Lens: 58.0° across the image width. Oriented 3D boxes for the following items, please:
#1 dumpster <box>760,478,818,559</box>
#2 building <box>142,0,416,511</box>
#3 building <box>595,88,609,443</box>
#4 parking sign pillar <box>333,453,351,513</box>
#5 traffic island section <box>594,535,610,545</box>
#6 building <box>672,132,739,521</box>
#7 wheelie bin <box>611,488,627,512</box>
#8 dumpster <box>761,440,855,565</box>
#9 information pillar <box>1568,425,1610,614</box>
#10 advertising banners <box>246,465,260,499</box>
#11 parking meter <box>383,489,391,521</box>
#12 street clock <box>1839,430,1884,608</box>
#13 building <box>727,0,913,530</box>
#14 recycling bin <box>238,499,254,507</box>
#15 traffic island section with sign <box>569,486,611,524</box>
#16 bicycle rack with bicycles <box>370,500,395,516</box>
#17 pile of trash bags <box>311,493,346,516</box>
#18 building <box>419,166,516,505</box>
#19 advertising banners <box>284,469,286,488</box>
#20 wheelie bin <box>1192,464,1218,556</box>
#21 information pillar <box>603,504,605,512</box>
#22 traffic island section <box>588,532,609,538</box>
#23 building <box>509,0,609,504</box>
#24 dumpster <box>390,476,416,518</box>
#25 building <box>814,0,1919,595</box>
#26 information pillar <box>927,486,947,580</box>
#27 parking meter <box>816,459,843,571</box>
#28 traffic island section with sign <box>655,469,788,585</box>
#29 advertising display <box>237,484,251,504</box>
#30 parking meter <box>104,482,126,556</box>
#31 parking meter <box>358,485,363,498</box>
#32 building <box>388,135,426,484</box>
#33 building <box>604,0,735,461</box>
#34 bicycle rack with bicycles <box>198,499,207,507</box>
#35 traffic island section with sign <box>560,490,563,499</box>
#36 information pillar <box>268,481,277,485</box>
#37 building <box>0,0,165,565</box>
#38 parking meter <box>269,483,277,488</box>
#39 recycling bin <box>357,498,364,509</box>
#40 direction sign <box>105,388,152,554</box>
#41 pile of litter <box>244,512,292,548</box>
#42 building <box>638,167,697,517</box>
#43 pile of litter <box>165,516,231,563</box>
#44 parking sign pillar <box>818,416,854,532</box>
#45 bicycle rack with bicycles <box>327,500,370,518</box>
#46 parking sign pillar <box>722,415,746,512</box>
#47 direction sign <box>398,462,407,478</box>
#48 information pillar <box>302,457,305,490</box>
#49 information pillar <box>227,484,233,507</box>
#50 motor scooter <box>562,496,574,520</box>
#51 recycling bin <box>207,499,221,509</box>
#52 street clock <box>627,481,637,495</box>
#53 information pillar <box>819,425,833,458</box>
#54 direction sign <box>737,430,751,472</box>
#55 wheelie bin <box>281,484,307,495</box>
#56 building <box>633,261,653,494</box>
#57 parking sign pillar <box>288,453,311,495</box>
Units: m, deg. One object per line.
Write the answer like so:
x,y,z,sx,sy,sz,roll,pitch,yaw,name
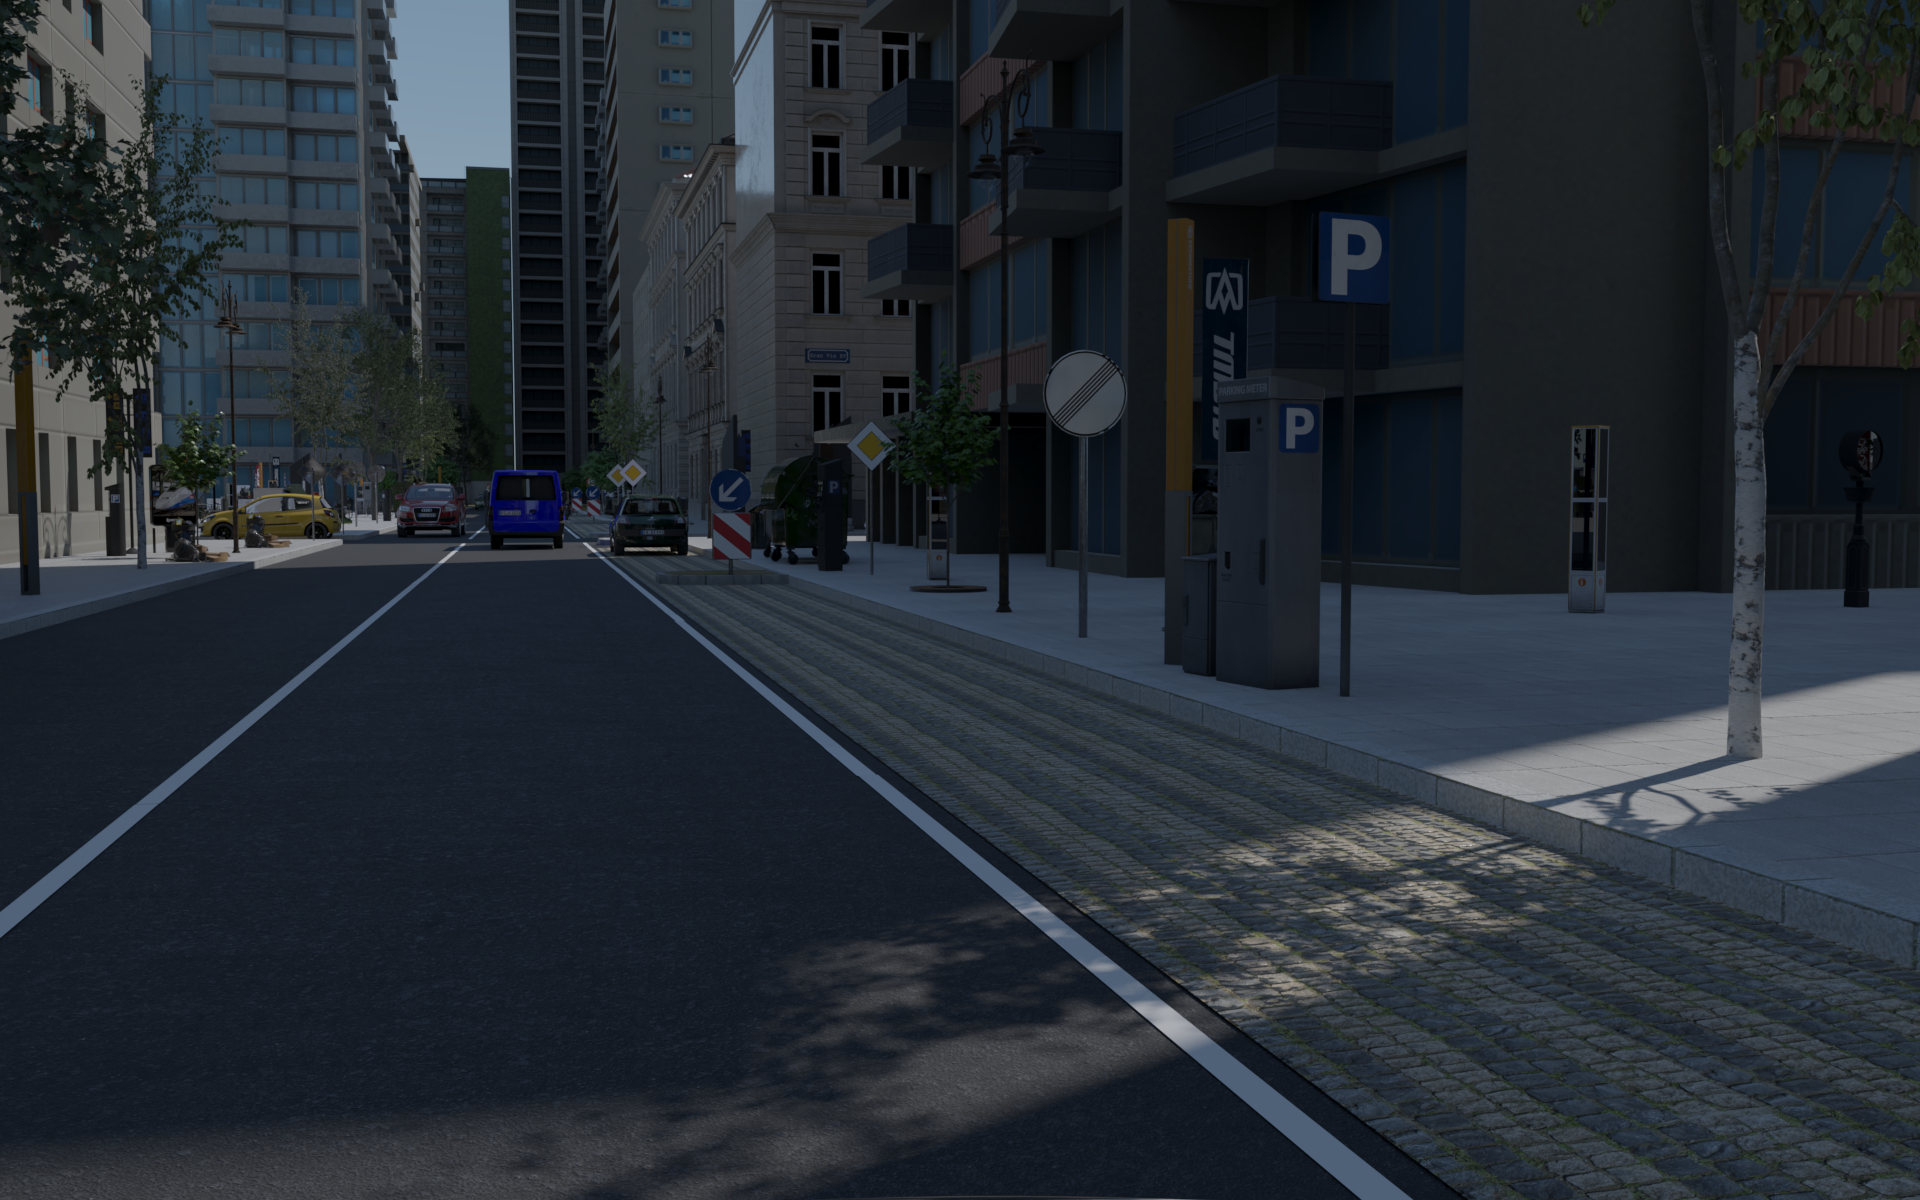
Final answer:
-3.217,-1.747,34.323,1.264,1.857,1.865,-1,4,-14,dumpster
-56.855,-31.729,138.378,23.786,49.044,30.456,-1,4,-14,building
-28.074,-34.865,189.643,23.786,49.044,30.456,-1,4,-14,building
-41.365,-7.772,115.549,1.447,3.967,1.447,-3,4,-38,parking sign pillar
-9.334,-1.675,49.668,2.009,0.180,2.903,-1,4,-14,traffic island section
-7.953,-13.487,85.140,10.561,19.102,19.286,-1,4,-14,building
-18.094,-5.154,92.170,0.980,1.594,0.693,2,4,24,wheelie bin
-2.822,-1.813,32.138,1.502,2.255,1.985,-1,4,-14,dumpster
6.782,-0.868,18.689,0.304,2.012,0.304,3,5,41,information pillar
-41.600,-6.471,101.989,0.090,3.025,2.074,0,4,-1,advertising banners
-27.088,-4.493,81.869,0.372,1.533,0.369,0,3,0,parking meter
10.172,-0.919,19.597,0.471,2.002,0.358,-2,4,-27,street clock
3.773,-16.645,69.404,25.104,27.353,12.463,-1,4,-14,building
-34.844,-4.423,84.869,0.722,1.027,0.722,1,4,9,recycling bin
-17.590,-4.519,82.509,1.989,1.847,2.006,-1,4,-14,traffic island section with sign
-33.799,-5.358,100.980,2.925,0.926,2.852,3,5,44,bicycle rack with bicycles
-35.250,-5.150,93.950,1.912,1.369,3.447,3,5,39,pile of trash bags
-63.373,-32.681,217.928,14.086,41.232,14.154,-1,4,-14,building
-47.511,-7.711,122.268,0.090,3.025,2.074,-2,4,-30,advertising banners
2.648,-0.640,18.365,0.693,1.594,0.980,3,5,43,wheelie bin
-25.898,-7.472,126.660,0.304,2.012,0.304,-3,4,-37,information pillar
-11.282,-2.149,57.413,2.009,0.180,2.903,-1,4,-14,traffic island section
-47.201,-48.048,223.833,20.611,71.187,20.563,-1,4,-14,building
-29.615,-5.510,92.574,1.502,2.255,1.985,-1,4,-14,dumpster
9.849,-23.294,35.475,22.147,44.769,28.867,-1,4,-14,building
-0.330,-1.304,25.811,0.304,2.012,0.304,-1,4,-9,information pillar
-2.175,-1.416,28.858,0.399,1.863,0.255,-2,4,-33,parking meter
-3.899,-1.186,28.019,1.989,1.847,2.006,-1,4,-14,traffic island section with sign
-48.134,-6.794,116.296,0.974,1.923,0.123,-3,5,-39,advertising display
-17.444,-1.673,35.764,0.372,1.533,0.369,0,3,0,parking meter
-39.286,-6.595,113.541,0.255,1.863,0.399,0,4,-5,parking meter
-68.252,-29.818,179.403,23.993,40.220,32.217,-1,4,-14,building
-19.369,-32.222,150.536,21.300,48.544,21.600,-1,4,-14,building
-51.629,-6.263,115.777,2.852,0.926,2.925,2,4,28,bicycle rack with bicycles
-24.171,-6.118,108.652,1.989,1.847,2.006,-1,4,-14,traffic island section with sign
-37.614,-5.524,94.807,0.304,2.012,0.304,1,4,19,information pillar
-31.642,-11.201,28.172,28.899,21.520,27.650,-1,4,-14,building
-36.491,-5.279,92.023,0.399,1.863,0.255,2,4,32,parking meter
-37.740,-5.947,109.791,0.722,1.027,0.722,1,4,17,recycling bin
-17.744,-2.755,37.036,0.876,3.537,0.379,-1,4,-20,direction sign
-16.706,-1.698,41.731,1.176,0.858,1.719,0,4,-8,pile of litter
-13.007,-16.479,105.587,11.583,22.565,21.152,-1,4,-14,building
-14.609,-1.175,33.171,1.176,0.858,1.719,-1,4,-20,pile of litter
-4.374,-4.348,59.562,1.447,3.967,1.447,0,4,0,parking sign pillar
-30.763,-4.313,83.894,2.925,0.926,2.852,1,4,9,bicycle rack with bicycles
-7.777,-4.345,59.509,1.447,3.967,1.447,-2,4,-25,parking sign pillar
-39.933,-8.079,124.087,0.876,3.537,0.379,2,4,34,direction sign
-41.010,-7.150,108.260,0.183,3.616,0.504,-2,4,-27,information pillar
-51.493,-7.198,122.173,0.304,2.012,0.304,2,4,35,information pillar
-21.560,-5.021,94.878,0.815,1.314,1.986,-1,4,-13,motor scooter
-41.629,-5.163,96.967,0.722,1.027,0.722,2,4,27,recycling bin
-15.658,-4.779,82.706,0.471,2.002,0.358,-1,4,-14,street clock
-4.488,-4.100,58.391,0.504,3.616,0.183,-1,4,-22,information pillar
-7.783,-4.225,61.077,0.876,3.537,0.379,-2,4,-30,direction sign
-20.943,-2.846,54.438,0.693,1.594,0.980,1,4,20,wheelie bin
-17.608,-16.481,124.224,10.420,20.320,16.860,-1,4,-14,building
-42.800,-7.567,112.199,1.447,3.967,1.447,-3,4,-38,parking sign pillar
